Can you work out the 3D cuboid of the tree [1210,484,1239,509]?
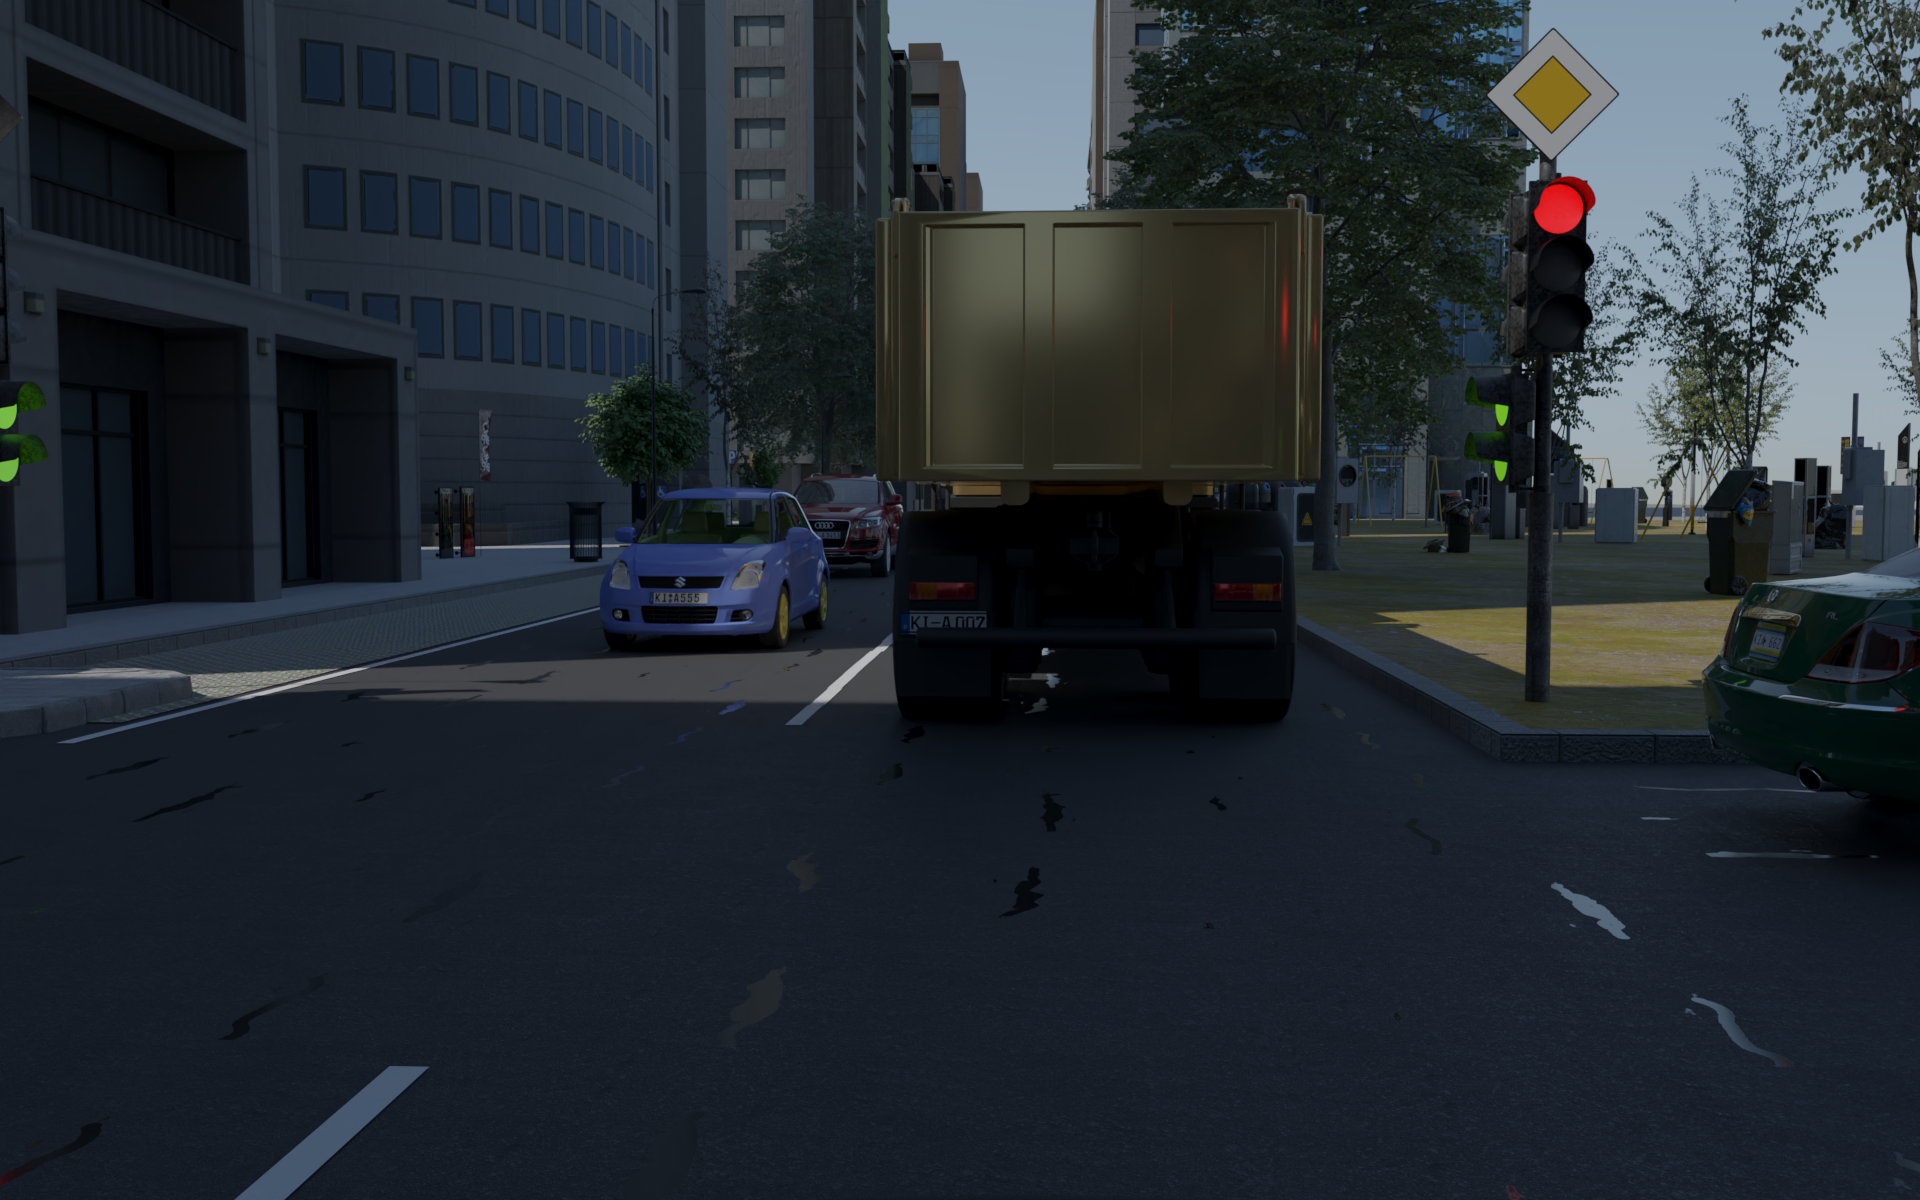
[{"bbox_3d":[5.648,-3.341,38.339,4.285,4.588,4.351,0,3,0],"label":"tree"}]

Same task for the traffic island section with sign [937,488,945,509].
[{"bbox_3d":[-1.124,-6.153,109.232,1.989,1.847,2.006,0,4,3],"label":"traffic island section with sign"}]

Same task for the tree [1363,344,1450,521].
[{"bbox_3d":[20.930,-8.083,82.516,4.360,8.622,3.978,0,3,0],"label":"tree"}]

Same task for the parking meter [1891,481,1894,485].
[{"bbox_3d":[37.978,-3.948,70.269,0.255,1.863,0.399,-1,4,-11],"label":"parking meter"}]

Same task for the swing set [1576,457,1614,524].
[{"bbox_3d":[26.720,-4.731,74.971,3.119,2.851,2.862,3,5,45],"label":"swing set"}]

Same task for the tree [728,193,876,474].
[{"bbox_3d":[-5.823,-10.302,75.091,9.857,13.997,8.962,0,3,0],"label":"tree"}]

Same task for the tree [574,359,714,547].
[{"bbox_3d":[-7.703,-3.580,42.253,4.285,4.588,4.351,0,3,0],"label":"tree"}]

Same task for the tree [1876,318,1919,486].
[{"bbox_3d":[29.374,-6.125,50.508,4.737,8.622,4.395,0,3,0],"label":"tree"}]

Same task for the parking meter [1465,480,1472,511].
[{"bbox_3d":[20.862,-3.997,71.060,0.255,1.863,0.399,1,4,12],"label":"parking meter"}]

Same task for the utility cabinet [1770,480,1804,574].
[{"bbox_3d":[13.273,-1.168,27.771,0.318,1.500,1.173,2,4,34],"label":"utility cabinet"}]

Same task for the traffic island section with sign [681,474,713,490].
[{"bbox_3d":[-5.196,-1.550,33.963,1.989,1.847,2.006,0,4,3],"label":"traffic island section with sign"}]

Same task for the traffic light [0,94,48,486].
[{"bbox_3d":[-6.386,-1.359,11.148,0.839,4.253,0.868,0,4,3],"label":"traffic light"}]

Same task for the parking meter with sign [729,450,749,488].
[{"bbox_3d":[-8.396,-4.419,68.517,1.738,3.016,0.543,2,4,31],"label":"parking meter with sign"}]

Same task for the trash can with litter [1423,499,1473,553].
[{"bbox_3d":[10.687,-1.625,37.957,1.055,1.170,0.624,2,4,35],"label":"trash can with litter"}]

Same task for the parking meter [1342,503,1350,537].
[{"bbox_3d":[11.615,-2.846,52.239,0.255,1.863,0.399,1,4,23],"label":"parking meter"}]

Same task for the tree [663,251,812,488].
[{"bbox_3d":[-6.932,-6.300,53.363,4.360,8.622,3.978,0,3,0],"label":"tree"}]

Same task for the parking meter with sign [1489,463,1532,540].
[{"bbox_3d":[15.480,-3.235,49.160,0.543,3.016,1.738,3,5,44],"label":"parking meter with sign"}]

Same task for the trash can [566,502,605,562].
[{"bbox_3d":[-7.073,-1.289,32.728,0.748,1.137,0.748,0,3,0],"label":"trash can"}]

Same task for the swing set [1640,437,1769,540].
[{"bbox_3d":[20.994,-3.108,48.438,2.862,2.851,3.119,3,5,44],"label":"swing set"}]

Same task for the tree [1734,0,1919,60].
[{"bbox_3d":[9.261,-4.015,16.002,4.360,8.622,3.978,0,3,0],"label":"tree"}]

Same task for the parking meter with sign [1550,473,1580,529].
[{"bbox_3d":[21.832,-4.119,63.614,1.738,3.016,0.543,0,4,7],"label":"parking meter with sign"}]

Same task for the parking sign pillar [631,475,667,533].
[{"bbox_3d":[-8.738,-3.681,48.658,1.447,3.967,1.447,-3,5,-40],"label":"parking sign pillar"}]

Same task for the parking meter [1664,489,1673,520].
[{"bbox_3d":[34.614,-4.661,84.620,0.372,1.533,0.369,0,3,0],"label":"parking meter"}]

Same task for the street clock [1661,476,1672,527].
[{"bbox_3d":[27.874,-3.902,68.361,0.471,2.002,0.358,-3,4,-38],"label":"street clock"}]

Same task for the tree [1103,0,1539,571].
[{"bbox_3d":[5.903,-6.753,28.536,7.486,12.596,7.792,0,3,0],"label":"tree"}]

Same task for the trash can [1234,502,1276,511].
[{"bbox_3d":[5.331,-1.203,31.316,0.748,1.137,0.748,0,3,0],"label":"trash can"}]

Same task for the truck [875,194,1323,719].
[{"bbox_3d":[1.059,-1.147,14.686,3.469,3.379,9.791,0,4,3],"label":"truck"}]

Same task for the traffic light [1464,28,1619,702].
[{"bbox_3d":[3.561,-1.328,10.627,0.839,4.253,0.868,0,4,3],"label":"traffic light"}]

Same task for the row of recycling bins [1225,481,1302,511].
[{"bbox_3d":[7.968,-2.351,45.558,1.069,1.692,3.534,2,4,35],"label":"row of recycling bins"}]

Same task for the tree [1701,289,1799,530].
[{"bbox_3d":[26.885,-6.811,61.724,4.737,8.622,4.395,0,3,0],"label":"tree"}]

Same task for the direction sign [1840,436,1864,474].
[{"bbox_3d":[35.063,-4.656,68.130,0.379,3.537,0.876,-3,4,-38],"label":"direction sign"}]

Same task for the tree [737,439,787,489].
[{"bbox_3d":[-6.934,-3.998,59.961,1.663,3.219,1.824,0,3,0],"label":"tree"}]

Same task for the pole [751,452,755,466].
[{"bbox_3d":[-10.087,-5.536,84.351,0.158,3.312,0.155,0,3,0],"label":"pole"}]

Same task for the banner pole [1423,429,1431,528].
[{"bbox_3d":[17.884,-4.661,66.220,0.401,3.779,0.863,0,4,7],"label":"banner pole"}]

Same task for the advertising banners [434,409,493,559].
[{"bbox_3d":[-9.998,-2.376,35.036,0.090,3.025,2.074,1,4,17],"label":"advertising banners"}]

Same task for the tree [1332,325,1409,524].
[{"bbox_3d":[17.044,-7.579,74.286,4.737,8.622,4.395,0,3,0],"label":"tree"}]

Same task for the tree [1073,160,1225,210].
[{"bbox_3d":[7.363,-9.632,64.133,9.857,13.997,8.962,0,3,0],"label":"tree"}]

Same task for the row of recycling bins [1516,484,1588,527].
[{"bbox_3d":[23.327,-3.751,68.440,3.534,1.692,1.069,-1,4,-21],"label":"row of recycling bins"}]

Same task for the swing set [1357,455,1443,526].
[{"bbox_3d":[17.821,-4.470,70.700,3.119,2.851,2.862,0,4,3],"label":"swing set"}]

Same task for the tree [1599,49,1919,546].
[{"bbox_3d":[14.193,-4.961,31.468,4.360,8.622,3.978,0,3,0],"label":"tree"}]

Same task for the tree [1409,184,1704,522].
[{"bbox_3d":[14.129,-5.562,41.293,4.737,8.622,4.395,0,3,0],"label":"tree"}]

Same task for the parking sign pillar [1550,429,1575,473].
[{"bbox_3d":[24.377,-5.022,70.580,1.447,3.967,1.447,-2,4,-27],"label":"parking sign pillar"}]
